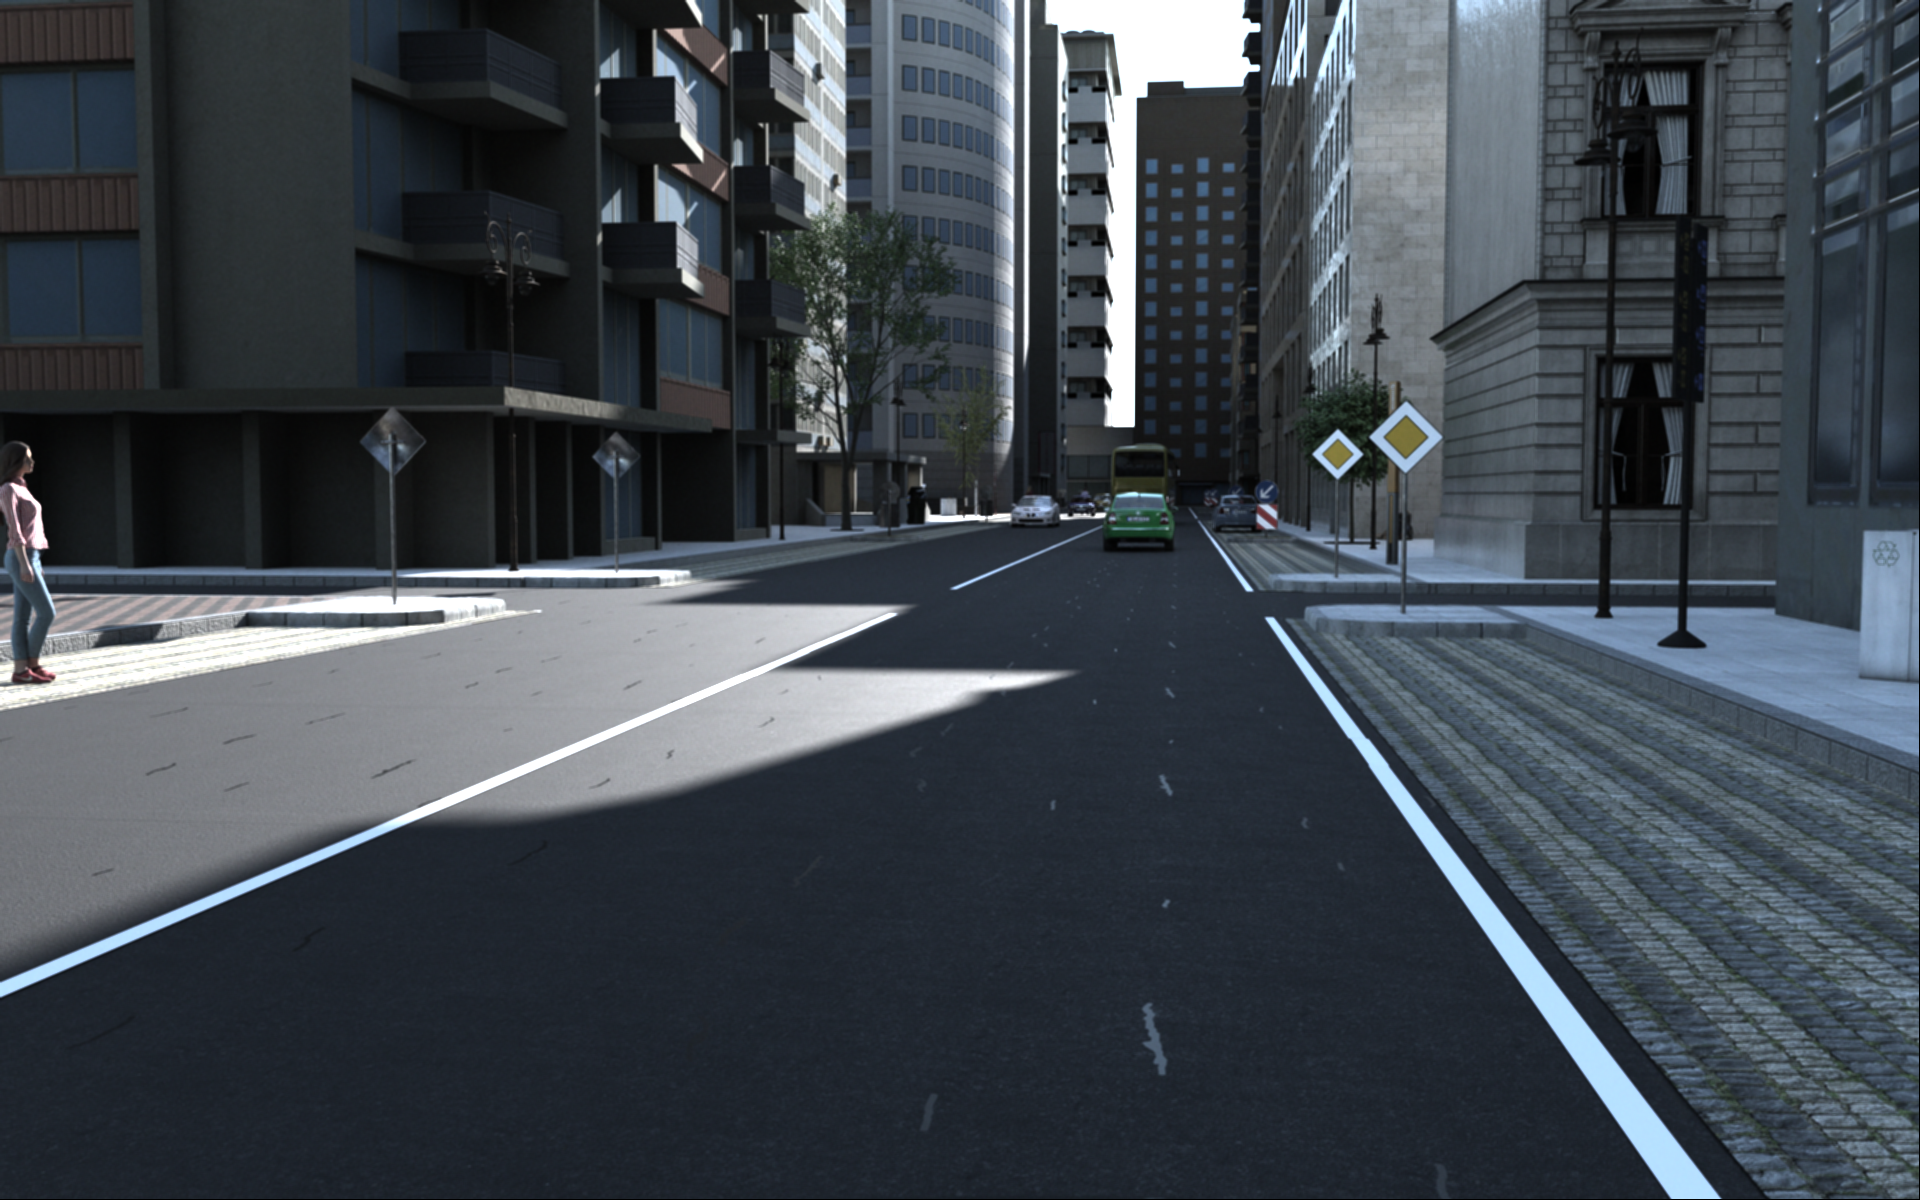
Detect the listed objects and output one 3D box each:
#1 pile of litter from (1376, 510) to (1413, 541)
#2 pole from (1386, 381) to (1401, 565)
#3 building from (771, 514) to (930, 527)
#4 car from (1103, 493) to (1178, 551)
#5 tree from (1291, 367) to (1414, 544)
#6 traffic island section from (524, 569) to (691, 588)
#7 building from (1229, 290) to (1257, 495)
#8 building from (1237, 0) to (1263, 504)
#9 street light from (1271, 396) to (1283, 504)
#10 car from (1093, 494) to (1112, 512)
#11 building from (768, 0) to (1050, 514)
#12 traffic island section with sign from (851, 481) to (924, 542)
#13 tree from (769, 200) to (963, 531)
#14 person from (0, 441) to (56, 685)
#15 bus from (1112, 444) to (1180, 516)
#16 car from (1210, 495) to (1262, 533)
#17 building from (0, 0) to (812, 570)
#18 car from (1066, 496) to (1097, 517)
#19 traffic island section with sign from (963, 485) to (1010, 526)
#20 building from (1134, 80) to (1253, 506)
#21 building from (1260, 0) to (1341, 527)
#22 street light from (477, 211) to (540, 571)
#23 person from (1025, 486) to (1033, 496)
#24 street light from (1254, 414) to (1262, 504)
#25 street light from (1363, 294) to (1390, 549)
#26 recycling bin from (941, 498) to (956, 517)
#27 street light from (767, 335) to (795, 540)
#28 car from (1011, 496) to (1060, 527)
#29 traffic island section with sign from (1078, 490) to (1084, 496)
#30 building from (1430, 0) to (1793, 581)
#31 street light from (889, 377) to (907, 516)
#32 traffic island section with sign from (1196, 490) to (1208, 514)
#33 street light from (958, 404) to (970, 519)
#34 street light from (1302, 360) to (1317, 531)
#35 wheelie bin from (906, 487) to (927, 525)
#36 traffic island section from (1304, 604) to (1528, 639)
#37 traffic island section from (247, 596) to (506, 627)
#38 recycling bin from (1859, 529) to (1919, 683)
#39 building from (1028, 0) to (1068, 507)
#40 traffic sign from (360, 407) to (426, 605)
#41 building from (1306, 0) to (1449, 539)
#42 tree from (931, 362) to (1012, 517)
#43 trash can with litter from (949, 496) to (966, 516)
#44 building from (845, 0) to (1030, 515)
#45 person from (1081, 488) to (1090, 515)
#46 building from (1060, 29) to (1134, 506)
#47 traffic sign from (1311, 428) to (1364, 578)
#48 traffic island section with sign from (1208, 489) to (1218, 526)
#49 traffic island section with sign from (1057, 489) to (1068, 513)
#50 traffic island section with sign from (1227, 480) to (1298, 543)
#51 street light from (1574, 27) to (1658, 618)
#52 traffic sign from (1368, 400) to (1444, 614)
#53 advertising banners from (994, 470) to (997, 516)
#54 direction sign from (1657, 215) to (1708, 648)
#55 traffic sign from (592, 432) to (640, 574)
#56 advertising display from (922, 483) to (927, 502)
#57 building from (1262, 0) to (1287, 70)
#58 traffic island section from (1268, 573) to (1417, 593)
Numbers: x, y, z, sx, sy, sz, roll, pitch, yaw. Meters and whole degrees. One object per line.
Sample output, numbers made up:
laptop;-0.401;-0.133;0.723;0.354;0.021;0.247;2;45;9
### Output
pile of litter;12.190;-2.118;48.599;1.176;0.858;1.719;2;4;32
pole;7.874;-2.301;31.459;0.158;3.312;0.155;0;3;0
building;-18.274;-23.567;77.209;32.217;40.220;23.993;0;4;7
car;4.673;-2.210;44.928;1.959;1.807;4.718;0;4;7
tree;10.258;-3.740;44.860;4.285;4.588;4.351;0;3;0
traffic island section;-5.566;-0.349;27.979;2.009;0.180;2.903;0;4;7
building;39.299;-19.248;159.742;27.650;21.520;28.899;0;4;7
building;32.517;-29.126;130.829;22.147;44.769;28.867;0;4;7
street light;14.567;-6.543;79.773;0.468;5.910;1.993;0;4;7
car;11.259;-7.730;136.606;2.015;1.641;3.980;1;4;9
building;-8.880;-27.710;144.944;32.217;40.220;23.993;0;4;7
traffic island section with sign;-2.152;-2.674;52.348;1.989;1.847;2.006;0;4;7
tree;-3.876;-8.233;60.360;9.928;11.665;9.643;0;3;0
person;-6.989;-0.272;12.957;0.388;1.821;0.555;-2;4;-33
bus;9.051;-5.666;84.191;2.896;3.916;12.252;1;4;9
car;10.442;-3.263;65.347;2.014;1.417;4.499;0;4;7
building;-16.098;-23.702;42.153;22.147;44.769;28.867;0;4;7
car;7.858;-6.062;111.698;1.945;1.354;3.894;0;4;5
traffic island section with sign;1.238;-4.310;79.090;1.989;1.847;2.006;0;4;7
building;26.547;-33.067;190.752;14.200;45.320;14.600;0;4;7
building;24.865;-16.977;82.089;19.350;26.468;34.151;0;4;7
street light;-7.425;-3.417;28.651;0.468;5.910;1.993;0;4;7
person;3.283;-4.486;81.814;0.573;1.828;0.580;-1;4;-21
street light;17.138;-7.756;99.597;0.468;5.910;1.993;0;4;7
street light;9.609;-4.117;40.101;0.468;5.910;1.993;0;4;7
recycling bin;-0.657;-5.315;99.447;0.722;1.027;0.722;-1;4;-23
street light;-4.999;-4.630;48.493;0.468;5.910;1.993;0;4;7
car;3.341;-3.886;75.903;2.083;1.381;4.827;0;4;8
traffic island section with sign;10.986;-9.027;156.216;1.989;1.847;2.006;0;4;7
building;18.090;-10.056;29.035;19.286;19.102;10.561;0;4;7
street light;-2.438;-5.849;68.419;0.468;5.910;1.993;0;4;7
traffic island section with sign;18.557;-7.271;127.508;1.989;1.847;2.006;0;4;7
street light;0.211;-7.114;89.098;0.468;5.910;1.993;0;4;7
street light;12.091;-5.330;59.936;0.468;5.910;1.993;0;4;7
wheelie bin;-1.806;-3.991;73.156;0.980;1.594;0.693;-3;5;-42
traffic island section;4.783;0.224;18.622;2.009;0.180;2.903;0;4;7
traffic island section;-6.568;0.136;20.057;2.009;0.180;2.903;0;4;7
recycling bin;6.746;0.036;11.972;0.722;1.027;0.722;-3;4;-38
building;-0.731;-33.301;168.172;21.600;48.544;21.300;0;4;7
traffic sign;-6.543;-1.000;19.992;0.795;2.450;0.064;0;4;7
building;17.399;-12.371;57.013;10.420;20.320;16.860;0;4;7
tree;0.651;-8.855;95.137;4.737;8.622;4.395;0;3;0
trash can with litter;-0.236;-5.586;102.710;1.055;1.170;0.624;-2;4;-27
building;-6.981;-35.169;117.017;21.231;58.520;28.212;0;4;7
person;8.699;-6.849;120.344;0.709;1.838;0.599;1;4;9
building;6.583;-37.346;199.851;27.495;52.752;28.713;0;4;7
traffic sign;5.760;-1.396;26.470;0.795;2.450;0.064;0;4;7
traffic island section with sign;12.273;-4.226;77.721;1.989;1.847;2.006;0;4;7
traffic island section with sign;7.601;-7.391;129.473;1.989;1.847;2.006;0;4;7
traffic island section with sign;8.880;-2.590;50.980;1.989;1.847;2.006;0;4;7
street light;6.684;-2.753;17.806;0.468;5.910;1.993;0;4;7
traffic sign;4.759;-0.912;18.548;0.795;2.450;0.064;0;4;7
advertising banners;2.047;-6.348;99.982;0.090;3.025;2.074;0;4;3
direction sign;6.081;-1.375;14.485;0.379;3.537;0.876;3;4;37
traffic sign;-5.542;-1.485;27.915;0.795;2.450;0.064;0;4;7
advertising display;-2.477;-5.988;103.120;0.974;1.923;0.123;0;4;-5
building;26.416;-28.123;109.917;14.600;45.320;14.200;0;4;7
traffic island section;5.785;-0.261;26.544;2.009;0.180;2.903;0;4;7
